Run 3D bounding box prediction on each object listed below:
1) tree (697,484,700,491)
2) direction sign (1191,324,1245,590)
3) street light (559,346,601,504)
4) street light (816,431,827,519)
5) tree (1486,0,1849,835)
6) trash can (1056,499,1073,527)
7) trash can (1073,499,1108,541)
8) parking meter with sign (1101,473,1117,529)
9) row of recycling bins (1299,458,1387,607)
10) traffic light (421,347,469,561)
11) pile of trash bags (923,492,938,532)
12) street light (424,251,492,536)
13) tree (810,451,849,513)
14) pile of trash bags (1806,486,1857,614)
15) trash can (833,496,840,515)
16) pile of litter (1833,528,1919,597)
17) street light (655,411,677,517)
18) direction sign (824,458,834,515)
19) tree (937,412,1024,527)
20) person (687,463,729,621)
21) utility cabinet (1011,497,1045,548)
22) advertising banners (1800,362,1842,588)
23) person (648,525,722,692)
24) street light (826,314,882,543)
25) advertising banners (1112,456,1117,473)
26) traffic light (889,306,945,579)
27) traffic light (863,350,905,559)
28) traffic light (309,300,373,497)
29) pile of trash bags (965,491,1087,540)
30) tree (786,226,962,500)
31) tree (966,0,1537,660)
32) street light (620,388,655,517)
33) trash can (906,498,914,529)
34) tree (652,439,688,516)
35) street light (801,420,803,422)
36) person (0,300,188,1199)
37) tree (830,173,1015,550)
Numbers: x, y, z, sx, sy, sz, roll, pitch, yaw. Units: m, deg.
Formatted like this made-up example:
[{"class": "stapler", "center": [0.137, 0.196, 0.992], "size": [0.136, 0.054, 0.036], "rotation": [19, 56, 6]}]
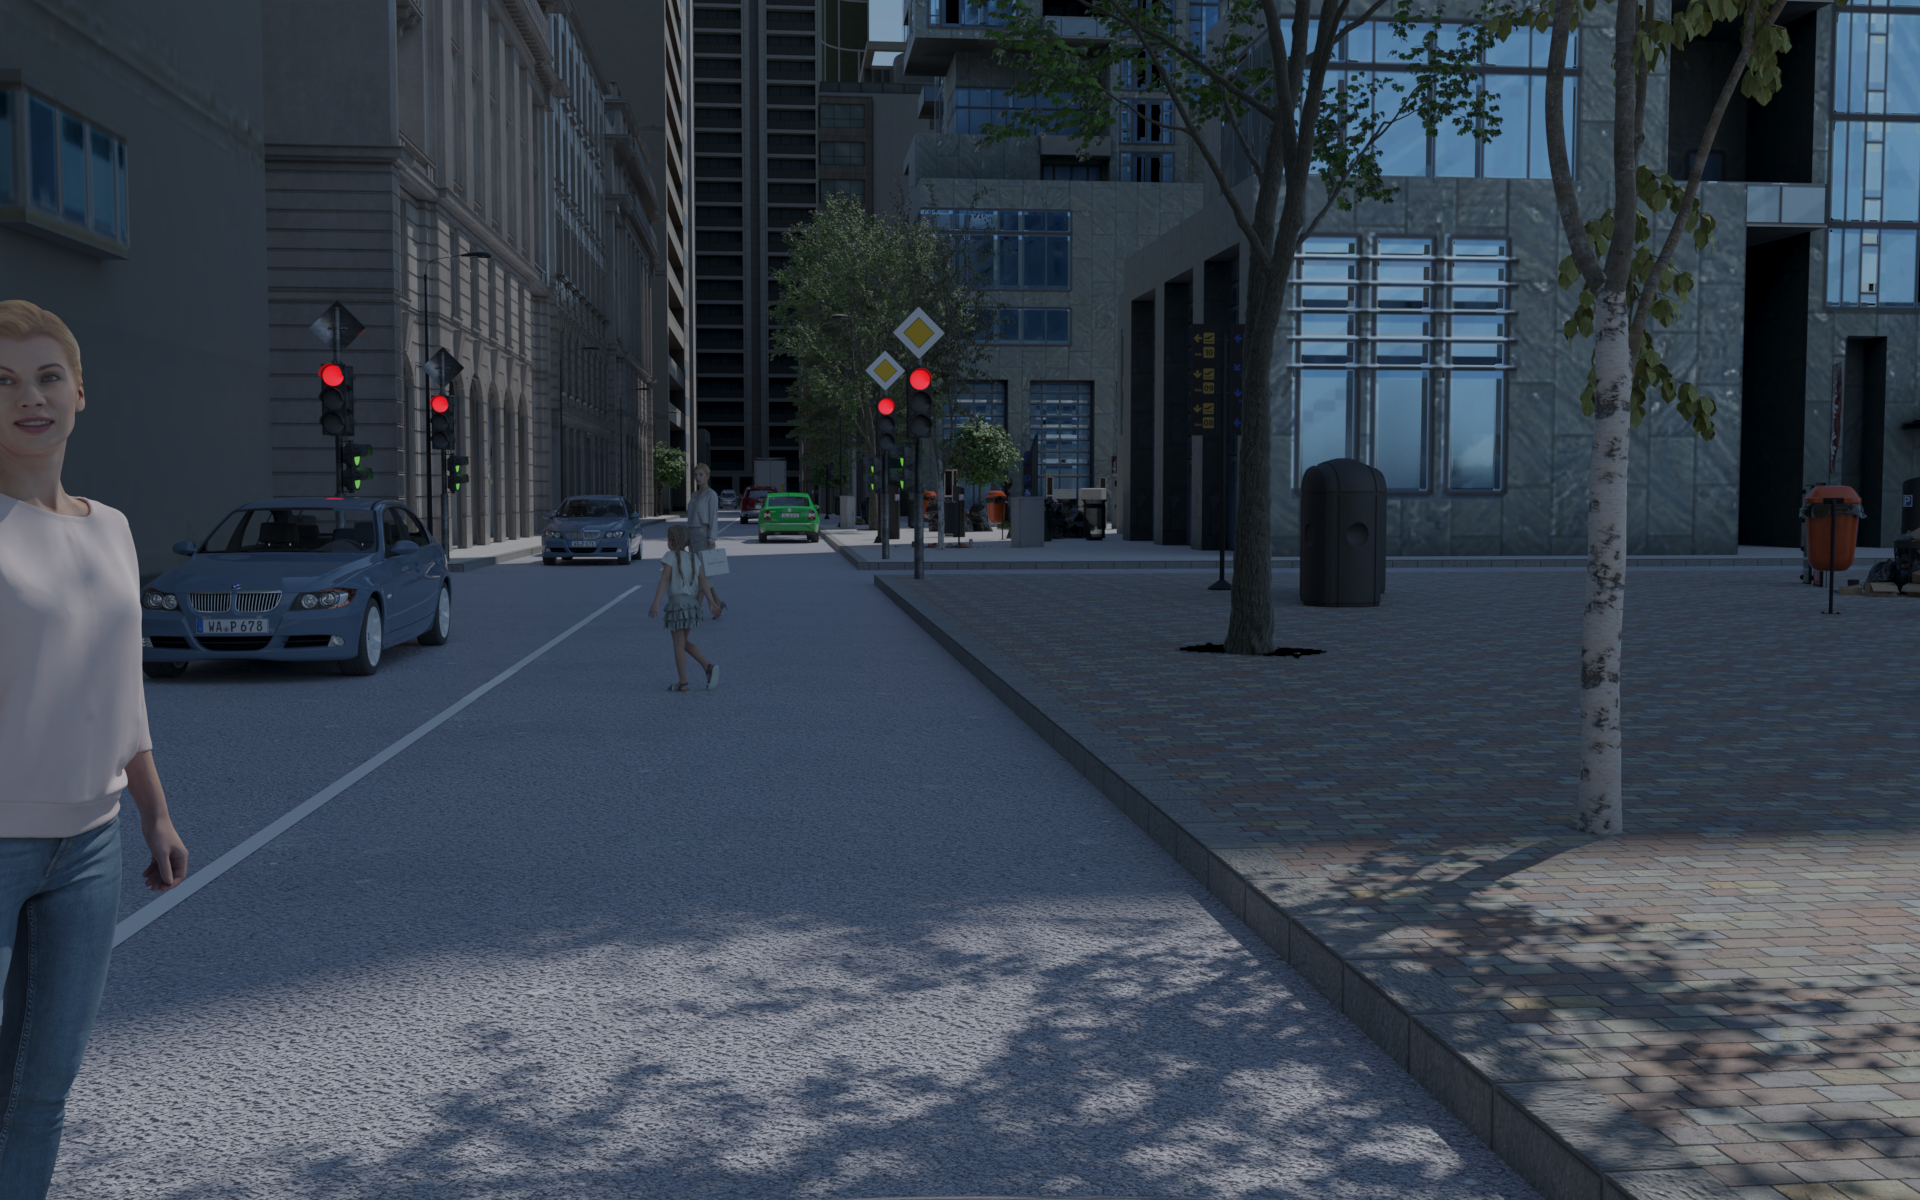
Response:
[{"class": "tree", "center": [-24.585, -10.139, 160.381], "size": [1.663, 3.219, 1.824], "rotation": [0, 3, 0]}, {"class": "direction sign", "center": [3.514, -1.904, 23.129], "size": [0.876, 3.537, 0.379], "rotation": [0, 4, -4]}, {"class": "street light", "center": [-11.990, -5.013, 54.509], "size": [1.470, 5.913, 1.316], "rotation": [0, 4, -6]}, {"class": "street light", "center": [-5.112, -5.745, 66.467], "size": [1.470, 5.913, 1.316], "rotation": [0, 4, -6]}, {"class": "tree", "center": [2.676, -3.423, 6.326], "size": [4.737, 8.622, 4.395], "rotation": [0, 3, 0]}, {"class": "trash can", "center": [3.367, -2.614, 54.397], "size": [0.748, 1.137, 0.748], "rotation": [0, 3, 0]}, {"class": "trash can", "center": [3.711, -2.212, 47.820], "size": [0.748, 1.137, 0.748], "rotation": [0, 3, 0]}, {"class": "parking meter with sign", "center": [5.930, -4.139, 63.939], "size": [1.738, 3.016, 0.543], "rotation": [1, 4, 9]}, {"class": "row of recycling bins", "center": [4.699, -0.863, 21.216], "size": [1.069, 1.692, 3.534], "rotation": [1, 4, 15]}, {"class": "traffic light", "center": [-9.846, -2.702, 33.099], "size": [0.839, 4.253, 0.868], "rotation": [0, 4, -6]}, {"class": "pile of trash bags", "center": [-0.366, -3.058, 59.747], "size": [1.912, 1.369, 3.447], "rotation": [-2, 4, -32]}, {"class": "street light", "center": [-9.665, -3.713, 33.255], "size": [1.470, 5.913, 1.316], "rotation": [0, 4, -6]}, {"class": "tree", "center": [-8.543, -8.117, 116.423], "size": [4.285, 4.588, 4.351], "rotation": [0, 3, 0]}, {"class": "pile of trash bags", "center": [10.708, -0.515, 18.168], "size": [3.447, 1.369, 1.912], "rotation": [2, 4, 23]}, {"class": "trash can", "center": [-7.263, -5.673, 104.405], "size": [0.748, 1.137, 0.748], "rotation": [0, 3, 0]}, {"class": "pile of litter", "center": [11.921, -0.480, 21.813], "size": [1.176, 0.858, 1.719], "rotation": [-1, 4, -22]}, {"class": "street light", "center": [-16.483, -7.600, 96.807], "size": [1.470, 5.913, 1.316], "rotation": [0, 4, -6]}, {"class": "direction sign", "center": [-8.191, -7.103, 108.134], "size": [0.876, 3.537, 0.379], "rotation": [3, 5, 41]}, {"class": "tree", "center": [0.826, -5.134, 67.662], "size": [4.285, 4.588, 4.351], "rotation": [0, 3, 0]}, {"class": "person", "center": [-2.857, -0.654, 19.554], "size": [0.624, 1.780, 0.694], "rotation": [-2, 4, -32]}, {"class": "utility cabinet", "center": [1.625, -1.865, 41.661], "size": [0.306, 1.237, 1.020], "rotation": [3, 4, 37]}, {"class": "advertising banners", "center": [11.923, -1.700, 23.983], "size": [0.090, 3.025, 2.074], "rotation": [1, 4, 16]}, {"class": "person", "center": [-1.995, 0.064, 12.470], "size": [0.382, 1.210, 0.505], "rotation": [3, 4, 37]}, {"class": "street light", "center": [-2.634, -4.428, 44.939], "size": [1.470, 5.913, 1.316], "rotation": [0, 4, -6]}, {"class": "advertising banners", "center": [7.392, -5.043, 78.648], "size": [0.090, 3.025, 2.074], "rotation": [-2, 4, -25]}, {"class": "traffic light", "center": [-0.639, -2.272, 26.060], "size": [0.839, 4.253, 0.868], "rotation": [0, 4, -6]}, {"class": "traffic light", "center": [-1.484, -2.757, 34.001], "size": [0.839, 4.253, 0.868], "rotation": [0, 4, -6]}, {"class": "traffic light", "center": [-9.002, -2.216, 25.158], "size": [0.839, 4.253, 0.868], "rotation": [0, 4, -6]}, {"class": "pile of trash bags", "center": [2.084, -2.442, 49.684], "size": [3.447, 1.369, 1.912], "rotation": [-3, 5, -42]}, {"class": "tree", "center": [-3.670, -9.529, 73.931], "size": [7.486, 12.596, 7.792], "rotation": [0, 3, 0]}, {"class": "tree", "center": [2.505, -5.372, 13.580], "size": [9.928, 11.665, 9.643], "rotation": [0, 3, 0]}, {"class": "street light", "center": [-14.241, -6.305, 75.629], "size": [1.470, 5.913, 1.316], "rotation": [0, 4, -6]}, {"class": "trash can", "center": [-1.641, -3.229, 64.452], "size": [0.748, 1.137, 0.748], "rotation": [0, 3, 0]}, {"class": "tree", "center": [-17.948, -7.360, 104.054], "size": [4.285, 4.588, 4.351], "rotation": [0, 3, 0]}, {"class": "street light", "center": [-7.286, -7.037, 87.596], "size": [1.470, 5.913, 1.316], "rotation": [0, 4, -6]}, {"class": "person", "center": [-1.677, 0.392, 2.759], "size": [0.598, 1.740, 0.731], "rotation": [1, 4, 9]}, {"class": "tree", "center": [-0.589, -5.443, 39.363], "size": [4.360, 8.622, 3.978], "rotation": [0, 3, 0]}]
